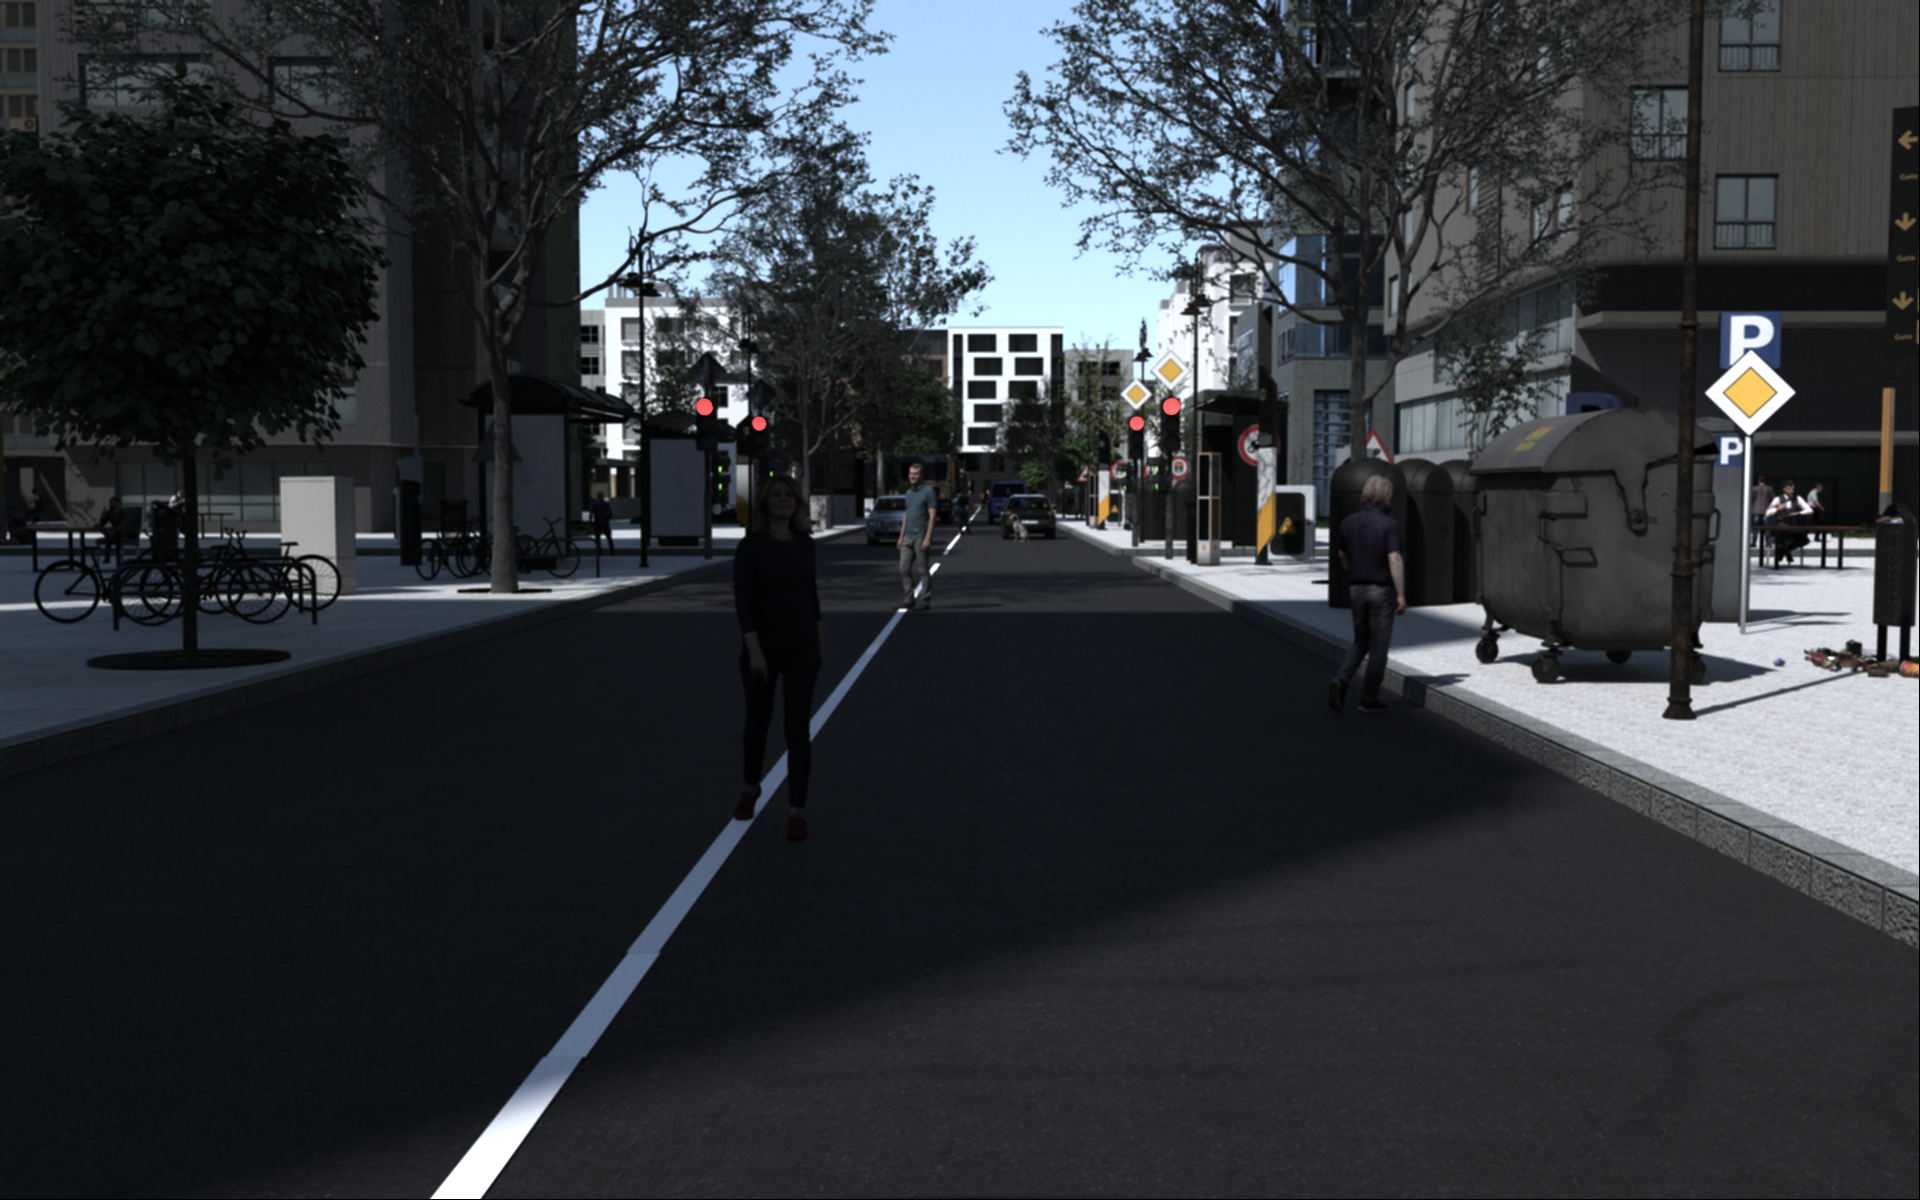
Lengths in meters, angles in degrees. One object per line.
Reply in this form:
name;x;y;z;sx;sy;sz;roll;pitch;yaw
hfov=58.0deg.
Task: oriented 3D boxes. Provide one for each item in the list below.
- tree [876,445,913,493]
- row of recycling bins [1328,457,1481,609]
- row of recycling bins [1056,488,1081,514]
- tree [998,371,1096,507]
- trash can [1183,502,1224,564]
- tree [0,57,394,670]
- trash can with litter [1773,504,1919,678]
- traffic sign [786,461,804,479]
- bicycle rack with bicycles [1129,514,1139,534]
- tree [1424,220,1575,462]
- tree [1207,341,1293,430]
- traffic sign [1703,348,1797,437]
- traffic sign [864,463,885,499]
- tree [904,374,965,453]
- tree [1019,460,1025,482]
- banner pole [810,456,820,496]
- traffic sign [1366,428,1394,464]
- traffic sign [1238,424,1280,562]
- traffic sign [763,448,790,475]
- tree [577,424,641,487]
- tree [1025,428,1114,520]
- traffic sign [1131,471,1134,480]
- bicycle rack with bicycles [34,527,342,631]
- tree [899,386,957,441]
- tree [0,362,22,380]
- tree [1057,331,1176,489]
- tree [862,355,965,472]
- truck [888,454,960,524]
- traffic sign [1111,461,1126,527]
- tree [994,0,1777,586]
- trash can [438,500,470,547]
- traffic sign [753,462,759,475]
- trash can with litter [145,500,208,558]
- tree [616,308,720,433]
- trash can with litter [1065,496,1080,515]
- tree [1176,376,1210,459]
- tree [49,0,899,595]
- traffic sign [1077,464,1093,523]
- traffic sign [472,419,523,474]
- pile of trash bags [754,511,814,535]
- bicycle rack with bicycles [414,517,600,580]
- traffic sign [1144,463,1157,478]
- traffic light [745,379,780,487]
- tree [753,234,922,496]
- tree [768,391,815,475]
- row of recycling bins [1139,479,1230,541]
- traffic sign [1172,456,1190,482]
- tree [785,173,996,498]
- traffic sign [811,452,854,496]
tree;-4.198;-8.103;116.193;4.285;4.588;4.351;0;3;0
row of recycling bins;5.612;-0.820;20.527;3.534;1.692;1.069;-3;5;-45
row of recycling bins;7.365;-6.512;113.584;1.069;1.692;3.534;2;4;34
tree;6.854;-11.994;130.514;8.767;10.594;7.601;1;4;8
trash can;4.470;-1.233;31.819;0.748;1.137;0.748;0;3;0
tree;-5.925;-1.797;13.101;4.285;4.588;4.351;0;3;0
trash can with litter;6.909;-0.108;12.820;1.678;1.210;2.233;1;4;11
traffic sign;-6.486;-4.146;67.514;0.795;2.593;0.064;0;4;7
bicycle rack with bicycles;6.941;-2.614;56.122;2.925;0.926;2.852;0;4;-5
tree;14.523;-5.942;47.508;4.360;8.622;3.978;0;3;0
tree;13.640;-8.093;82.681;4.360;8.622;3.978;0;3;0
traffic sign;7.166;-0.978;15.718;0.795;2.593;0.064;1;4;10
traffic sign;-5.970;-7.249;112.398;2.265;3.308;0.079;1;4;10
tree;-4.188;-16.404;174.865;9.857;13.997;8.962;0;3;0
tree;6.548;-9.874;145.151;4.285;4.588;4.351;0;3;0
banner pole;-6.952;-5.715;83.463;0.863;3.779;0.401;3;5;44
traffic sign;8.170;-2.100;34.332;0.884;2.594;0.081;0;4;2
traffic sign;5.474;-1.936;31.761;0.768;2.556;0.104;0;4;3
traffic sign;-5.040;-2.904;47.582;0.768;2.556;0.104;0;4;6
tree;-16.723;-5.484;73.380;4.285;4.588;4.351;0;3;0
tree;5.960;-6.188;84.884;4.285;4.588;4.351;0;3;0
traffic sign;8.721;-5.457;89.323;0.768;2.556;0.104;0;4;4
bicycle rack with bicycles;-7.716;-0.252;17.496;2.925;0.926;2.852;-2;4;-24
tree;-4.043;-14.395;161.106;9.928;11.665;9.643;0;3;0
tree;-32.244;-6.390;54.841;4.737;8.622;4.395;0;3;0
tree;6.420;-7.843;78.588;4.737;8.622;4.395;0;3;0
tree;-4.117;-13.802;142.665;9.611;12.733;9.660;0;3;0
truck;-1.645;-5.525;86.253;3.469;3.379;9.791;0;4;1
traffic sign;6.218;-4.120;67.463;0.768;2.556;0.104;0;4;4
tree;5.740;-6.964;24.238;12.009;13.543;11.850;0;3;0
trash can;-12.207;-1.843;41.784;0.748;1.137;0.748;0;3;0
traffic sign;-8.002;-4.186;68.540;0.768;2.556;0.104;0;4;3
trash can with litter;-15.820;-1.442;34.969;1.055;1.170;0.624;-3;5;-44
tree;-11.247;-7.183;67.808;4.737;8.622;4.395;0;3;0
trash can with litter;6.867;-5.809;106.364;1.055;1.170;0.624;-3;5;-45
tree;11.695;-8.972;97.052;4.737;8.622;4.395;0;3;0
tree;-5.884;-6.828;22.002;12.009;13.543;11.850;0;3;0
traffic sign;5.368;-4.483;73.294;0.884;2.594;0.081;0;4;4
traffic sign;-7.686;-1.758;28.741;0.884;2.594;0.081;1;4;8
pile of trash bags;-5.959;-2.812;55.723;1.912;1.369;3.447;-1;4;-20
bicycle rack with bicycles;-7.020;-0.804;26.521;2.852;0.926;2.925;3;5;41
traffic sign;7.181;-3.922;64.226;0.768;2.556;0.104;1;4;9
traffic light;-4.822;-3.254;42.120;0.839;4.253;0.868;0;4;1
tree;-5.402;-9.629;75.566;7.486;12.596;7.792;0;3;0
tree;-11.505;-10.097;115.452;4.737;8.622;4.395;0;3;0
row of recycling bins;6.751;-2.509;48.143;3.534;1.692;1.069;0;4;-1
traffic sign;7.296;-3.532;57.860;0.768;2.556;0.104;0;4;1
tree;-3.245;-14.954;100.379;12.611;20.169;13.585;0;3;0
traffic sign;-6.322;-5.558;84.741;2.265;3.308;0.079;0;4;7
